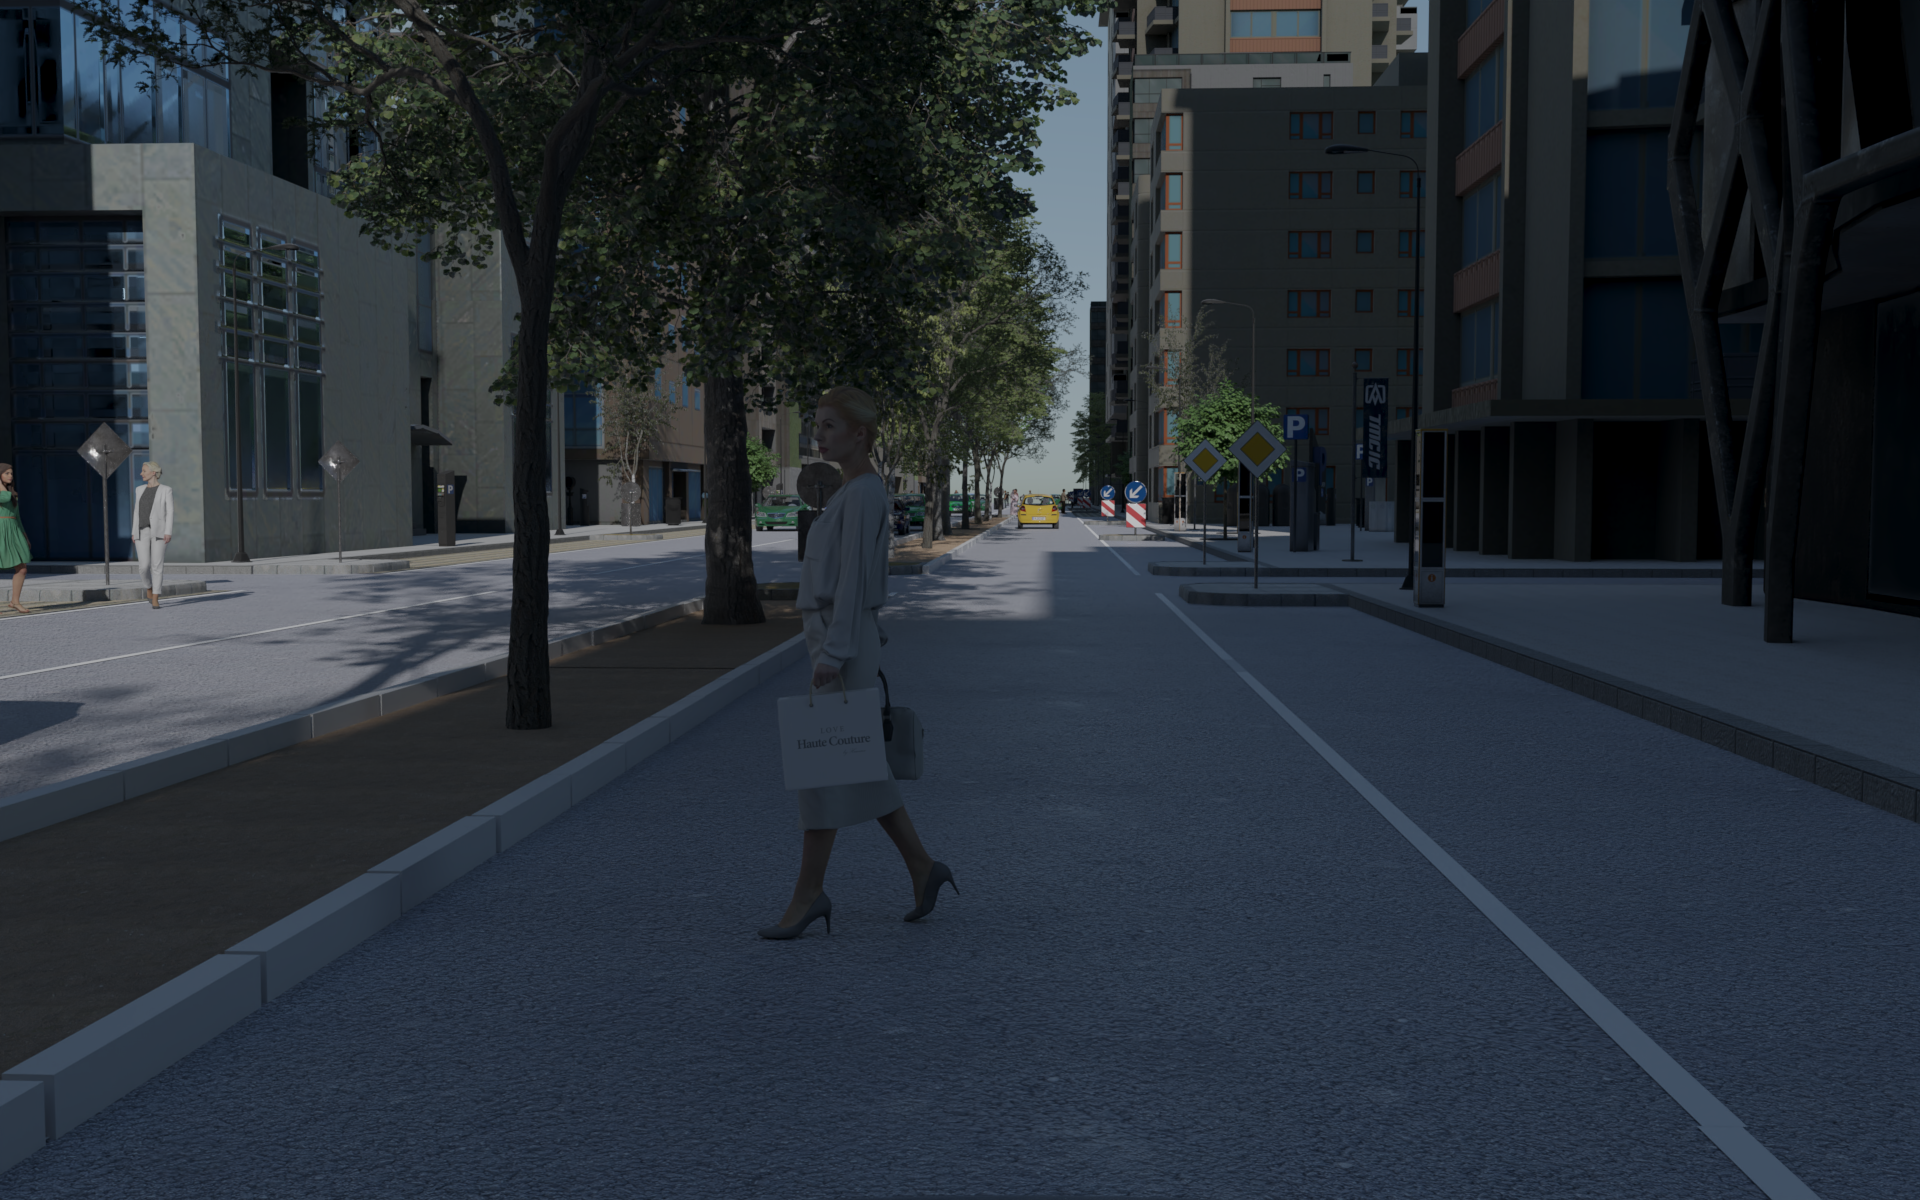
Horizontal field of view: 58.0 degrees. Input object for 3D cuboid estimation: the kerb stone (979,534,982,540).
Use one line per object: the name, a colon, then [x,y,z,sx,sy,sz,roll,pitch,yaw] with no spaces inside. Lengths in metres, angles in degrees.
kerb stone: [0.510,-1.820,51.951,0.120,0.150,1.000,0,4,3]

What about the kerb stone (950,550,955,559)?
kerb stone: [-0.248,-0.938,37.607,0.120,0.150,1.000,0,4,3]

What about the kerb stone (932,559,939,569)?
kerb stone: [-0.533,-0.630,32.499,0.120,0.150,1.000,0,4,3]

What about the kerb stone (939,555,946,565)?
kerb stone: [-0.429,-0.755,34.543,0.120,0.150,1.000,0,4,3]

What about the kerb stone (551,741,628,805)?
kerb stone: [-1.814,0.845,8.446,0.120,0.150,1.000,0,4,3]

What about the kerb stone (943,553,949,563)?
kerb stone: [-0.367,-0.815,35.566,0.120,0.150,1.000,0,4,3]

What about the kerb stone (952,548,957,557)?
kerb stone: [-0.202,-1.002,38.641,0.120,0.150,1.000,0,4,3]

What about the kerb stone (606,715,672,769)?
kerb stone: [-1.761,0.781,9.467,0.120,0.150,1.000,0,4,3]

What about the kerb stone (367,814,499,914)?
kerb stone: [-1.934,0.967,6.399,0.120,0.150,1.000,0,4,3]

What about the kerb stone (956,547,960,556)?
kerb stone: [-0.152,-1.068,39.662,0.120,0.150,1.000,0,4,3]

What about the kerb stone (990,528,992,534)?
kerb stone: [0.948,-2.317,60.150,0.120,0.150,1.000,0,4,3]

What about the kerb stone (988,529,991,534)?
kerb stone: [0.898,-2.257,59.116,0.120,0.150,1.000,0,4,3]

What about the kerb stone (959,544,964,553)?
kerb stone: [-0.039,-1.193,41.708,0.120,0.150,1.000,0,4,3]

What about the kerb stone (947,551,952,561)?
kerb stone: [-0.310,-0.880,36.586,0.120,0.150,1.000,0,4,3]

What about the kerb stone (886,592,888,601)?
kerb stone: [-1.050,-0.030,22.770,0.120,0.150,1.000,0,4,3]

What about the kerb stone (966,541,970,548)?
kerb stone: [0.119,-1.381,44.770,0.120,0.150,1.000,0,4,3]

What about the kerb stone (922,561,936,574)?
kerb stone: [-0.585,-0.565,31.479,0.120,0.150,1.000,0,4,3]

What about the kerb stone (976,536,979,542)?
kerb stone: [0.399,-1.695,49.910,0.120,0.150,1.000,0,4,3]

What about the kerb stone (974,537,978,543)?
kerb stone: [0.341,-1.632,48.878,0.120,0.150,1.000,0,4,3]

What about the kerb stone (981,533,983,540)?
kerb stone: [0.561,-1.877,52.977,0.120,0.150,1.000,0,4,3]

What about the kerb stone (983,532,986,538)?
kerb stone: [0.673,-2.008,55.023,0.120,0.150,1.000,0,4,3]

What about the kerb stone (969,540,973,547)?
kerb stone: [0.181,-1.443,45.794,0.120,0.150,1.000,0,4,3]

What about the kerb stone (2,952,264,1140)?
kerb stone: [-2.039,1.095,4.340,0.120,0.150,1.000,0,4,3]

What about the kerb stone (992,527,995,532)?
kerb stone: [1.105,-2.507,63.213,0.120,0.150,1.000,0,4,3]

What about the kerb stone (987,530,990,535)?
kerb stone: [0.836,-2.195,58.089,0.120,0.150,1.000,0,4,3]

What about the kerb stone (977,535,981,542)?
kerb stone: [0.450,-1.758,50.931,0.120,0.150,1.000,0,4,3]

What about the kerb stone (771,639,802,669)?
kerb stone: [-1.483,0.466,14.585,0.120,0.150,1.000,0,4,3]

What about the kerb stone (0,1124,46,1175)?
kerb stone: [-2.098,1.161,3.311,0.120,0.150,1.000,0,4,3]

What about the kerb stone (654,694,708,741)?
kerb stone: [-1.702,0.717,10.492,0.120,0.150,1.000,0,4,3]

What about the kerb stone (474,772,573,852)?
kerb stone: [-1.866,0.904,7.420,0.120,0.150,1.000,0,4,3]

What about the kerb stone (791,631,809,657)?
kerb stone: [-1.428,0.403,15.605,0.120,0.150,1.000,0,4,3]

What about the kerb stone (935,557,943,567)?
kerb stone: [-0.478,-0.693,33.522,0.120,0.150,1.000,0,4,3]

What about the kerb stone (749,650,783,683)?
kerb stone: [-1.543,0.529,13.562,0.120,0.150,1.000,0,4,3]

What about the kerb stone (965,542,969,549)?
kerb stone: [0.068,-1.318,43.749,0.120,0.150,1.000,0,4,3]

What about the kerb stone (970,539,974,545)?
kerb stone: [0.231,-1.506,46.816,0.120,0.150,1.000,0,4,3]

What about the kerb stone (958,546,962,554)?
kerb stone: [-0.095,-1.131,40.684,0.120,0.150,1.000,0,4,3]

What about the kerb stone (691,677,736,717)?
kerb stone: [-1.655,0.656,11.513,0.120,0.150,1.000,0,4,3]

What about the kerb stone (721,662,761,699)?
kerb stone: [-1.603,0.592,12.538,0.120,0.150,1.000,0,4,3]

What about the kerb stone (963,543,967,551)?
kerb stone: [0.021,-1.256,42.728,0.120,0.150,1.000,0,4,3]

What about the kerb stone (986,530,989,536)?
kerb stone: [0.784,-2.125,57.064,0.120,0.150,1.000,0,4,3]

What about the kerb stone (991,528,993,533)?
kerb stone: [0.996,-2.382,61.170,0.120,0.150,1.000,0,4,3]

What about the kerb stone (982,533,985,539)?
kerb stone: [0.617,-1.945,53.997,0.120,0.150,1.000,0,4,3]

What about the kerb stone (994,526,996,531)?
kerb stone: [1.156,-2.571,64.237,0.120,0.150,1.000,0,4,3]

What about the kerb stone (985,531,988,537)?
kerb stone: [0.730,-2.069,56.043,0.120,0.150,1.000,0,4,3]

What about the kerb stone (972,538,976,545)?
kerb stone: [0.295,-1.569,47.848,0.120,0.150,1.000,0,4,3]

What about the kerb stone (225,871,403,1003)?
kerb stone: [-1.982,1.031,5.371,0.120,0.150,1.000,0,4,3]
